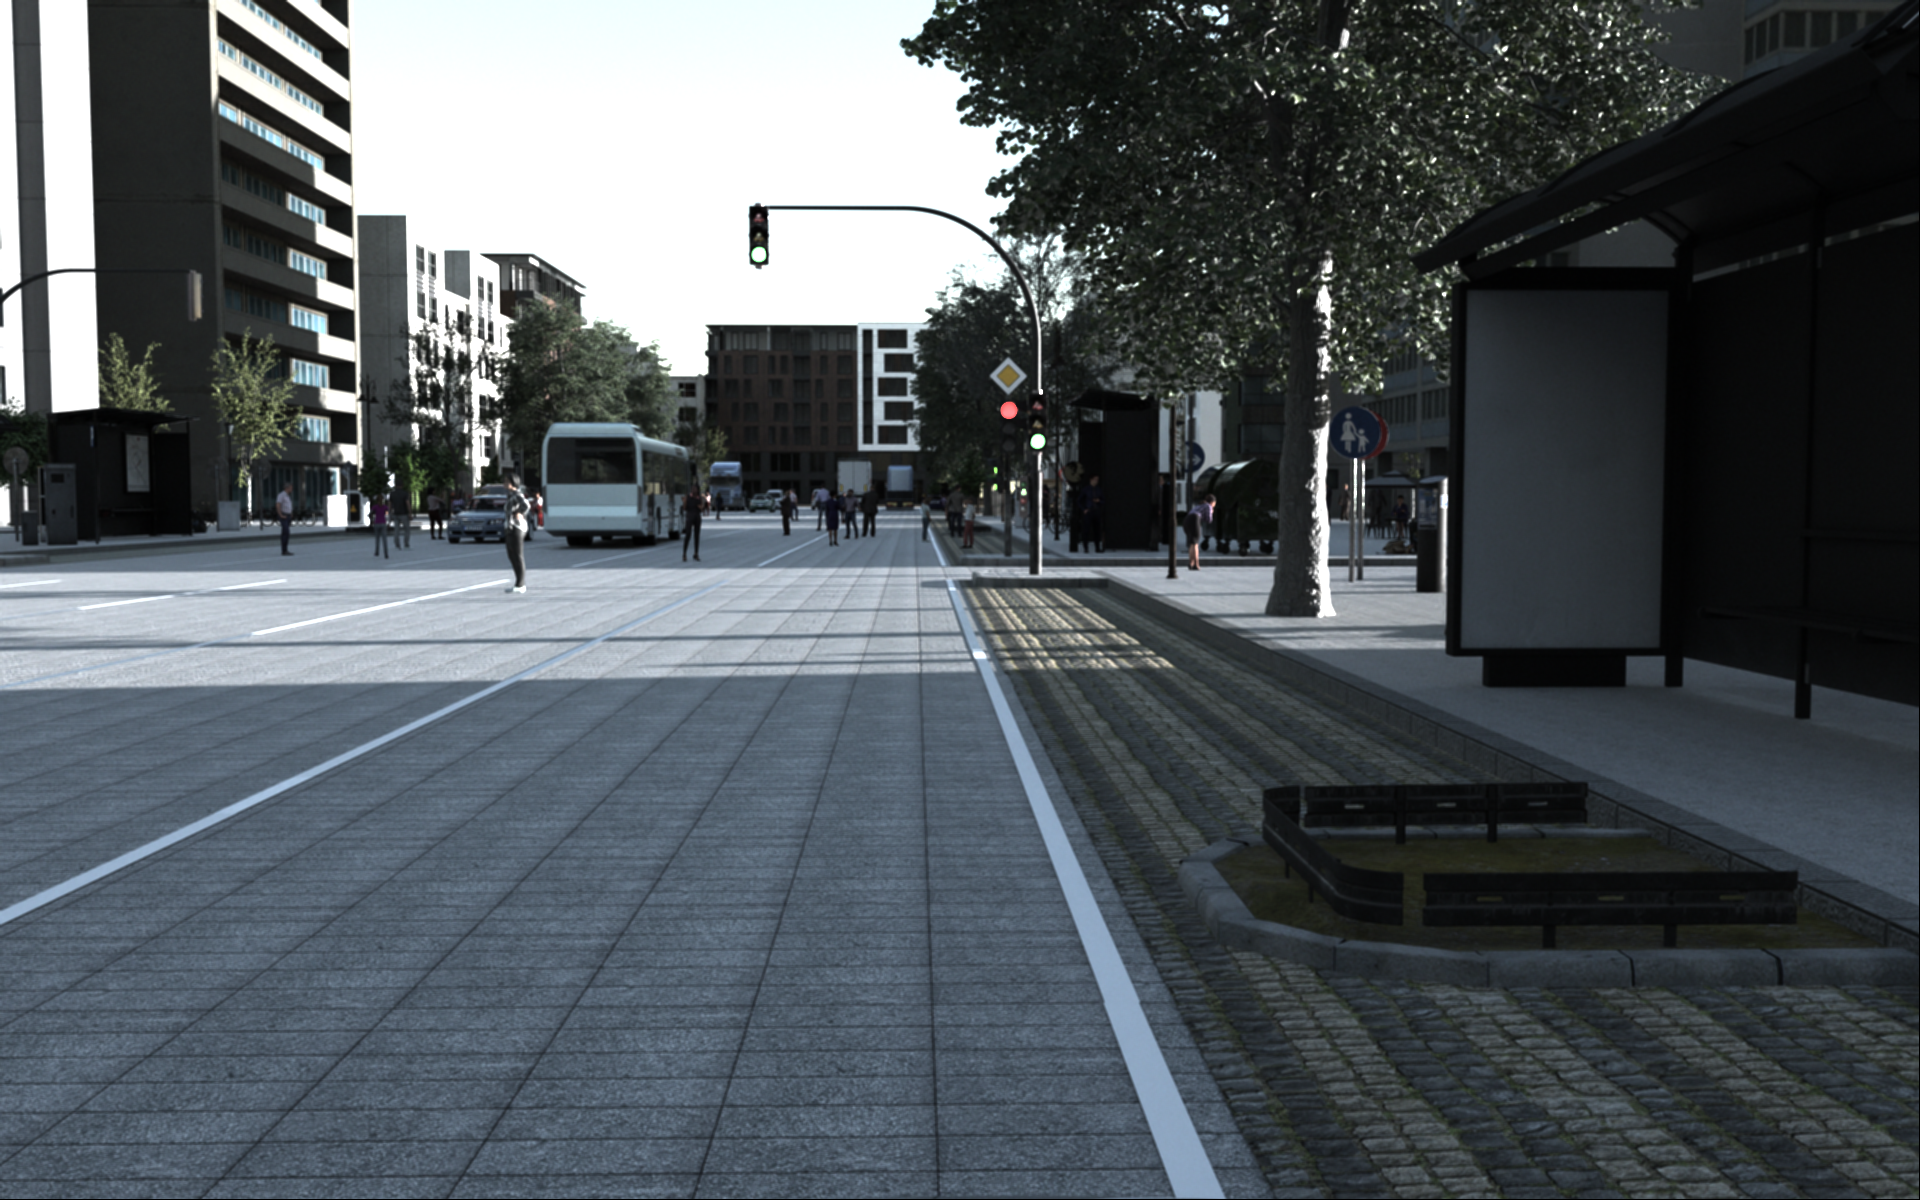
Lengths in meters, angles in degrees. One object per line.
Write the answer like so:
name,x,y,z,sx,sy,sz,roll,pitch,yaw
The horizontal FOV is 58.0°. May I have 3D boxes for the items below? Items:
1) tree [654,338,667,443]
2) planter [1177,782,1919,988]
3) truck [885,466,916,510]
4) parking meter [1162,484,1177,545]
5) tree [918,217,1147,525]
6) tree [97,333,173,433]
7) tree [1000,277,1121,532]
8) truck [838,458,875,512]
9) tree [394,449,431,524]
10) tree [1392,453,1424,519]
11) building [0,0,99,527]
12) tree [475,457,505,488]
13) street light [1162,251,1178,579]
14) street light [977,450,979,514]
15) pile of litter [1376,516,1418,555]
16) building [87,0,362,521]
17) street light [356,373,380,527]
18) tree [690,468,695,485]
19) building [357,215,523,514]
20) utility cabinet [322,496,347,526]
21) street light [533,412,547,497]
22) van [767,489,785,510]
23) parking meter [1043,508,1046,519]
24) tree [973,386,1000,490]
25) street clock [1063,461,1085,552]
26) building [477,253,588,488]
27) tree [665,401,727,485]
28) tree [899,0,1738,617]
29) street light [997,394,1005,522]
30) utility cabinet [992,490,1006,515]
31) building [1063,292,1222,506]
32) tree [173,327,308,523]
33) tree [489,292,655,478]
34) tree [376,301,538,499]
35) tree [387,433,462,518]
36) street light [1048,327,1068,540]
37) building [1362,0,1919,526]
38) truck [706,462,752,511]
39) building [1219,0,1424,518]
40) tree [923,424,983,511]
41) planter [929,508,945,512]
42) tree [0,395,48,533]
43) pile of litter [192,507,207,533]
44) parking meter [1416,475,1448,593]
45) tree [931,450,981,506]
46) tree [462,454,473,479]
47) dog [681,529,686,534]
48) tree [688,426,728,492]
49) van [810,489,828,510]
tree,-24.366,-13.212,122.666,9.857,13.997,8.962,0,3,0
planter,1.798,0.927,5.982,1.991,0.319,1.994,0,4,-2
truck,-5.463,-10.296,158.094,2.967,4.110,18.799,0,4,-2
parking meter,5.321,-2.178,44.026,0.372,1.533,0.369,0,3,0
tree,2.901,-9.809,70.752,12.009,13.543,11.850,0,3,0
tree,-37.648,-7.848,78.670,4.737,8.622,4.395,0,3,0
tree,3.537,-6.665,59.336,4.360,8.622,3.978,0,3,0
truck,-8.504,-9.328,141.427,2.839,4.237,11.283,0,4,-1
tree,-23.513,-4.853,73.945,1.663,3.219,1.824,0,3,0
tree,22.279,-8.287,85.857,4.737,8.622,4.395,0,3,0
building,-46.451,-31.521,57.367,21.231,58.520,28.212,0,4,-2
tree,-24.306,-5.796,89.373,1.663,3.219,1.824,0,3,0
street light,3.232,-3.266,26.192,0.468,5.910,1.993,0,4,-2
street light,1.127,-8.389,109.942,0.468,5.910,1.993,0,4,-2
pile of litter,9.622,-1.420,37.187,1.719,0.858,1.176,-1,4,-22
building,-45.770,-28.553,90.546,21.300,48.544,21.600,0,4,-2
street light,-22.668,-5.729,66.452,0.468,5.910,1.993,0,4,-2
tree,-25.872,-10.715,158.905,4.285,4.588,4.351,0,3,0
building,-43.732,-15.843,125.483,16.747,18.905,31.486,0,4,-2
utility cabinet,-25.405,-3.622,70.382,0.306,1.237,1.020,2,4,27
street light,-23.555,-7.609,97.202,0.468,5.910,1.993,0,4,-2
van,-16.812,-9.172,156.976,2.013,2.044,4.112,0,4,0
parking meter,4.308,-5.034,90.713,0.372,1.533,0.369,0,3,0
tree,2.798,-8.430,88.192,4.360,8.622,3.978,0,3,0
street clock,2.514,-2.059,38.240,0.471,2.002,0.358,0,4,2
building,-52.759,-19.376,160.773,32.646,21.610,27.936,0,4,-2
tree,-26.959,-14.642,173.802,7.601,10.594,8.767,-3,4,-36
tree,3.647,-6.815,18.076,9.857,13.997,8.962,0,3,0
street light,1.971,-6.508,79.191,0.468,5.910,1.993,0,4,-2
utility cabinet,2.479,-5.828,103.967,1.173,1.500,0.318,-1,4,-15
building,19.213,-17.964,160.173,16.747,18.905,31.486,0,4,-2
tree,-31.608,-7.763,77.289,4.737,8.622,4.395,0,3,0
tree,-24.814,-12.355,108.654,9.857,13.997,8.962,0,3,0
tree,-24.020,-9.094,83.107,8.767,10.594,7.601,1,4,8
tree,-29.409,-6.703,93.304,4.285,4.588,4.351,0,3,0
street light,2.695,-4.599,47.988,0.468,5.910,1.993,0,4,-2
building,28.477,-22.592,61.268,23.993,40.220,32.217,0,4,-2
truck,-19.714,-9.874,151.204,2.967,4.110,18.799,0,4,-2
building,21.713,-19.943,97.764,14.160,30.474,14.107,0,4,-2
tree,1.388,-12.102,132.273,8.767,10.594,7.601,0,4,-3
planter,-1.696,-7.136,137.811,1.991,0.319,1.994,0,4,-2
tree,-31.531,-4.517,57.574,4.285,4.588,4.351,0,3,0
pile of litter,-25.383,-2.618,56.767,1.176,0.858,1.719,1,4,15
parking meter,6.173,-0.871,22.650,0.372,1.533,0.369,0,3,0
tree,0.616,-16.379,185.922,7.486,12.596,7.792,0,3,0
tree,-29.962,-7.125,100.215,4.285,4.588,4.351,0,3,0
dog,-10.006,-2.555,61.975,0.748,0.427,0.550,-1,4,-20
tree,-26.896,-14.437,186.405,4.737,8.622,4.395,0,3,0
van,-12.491,-9.097,155.739,2.013,2.044,4.112,0,4,-3
